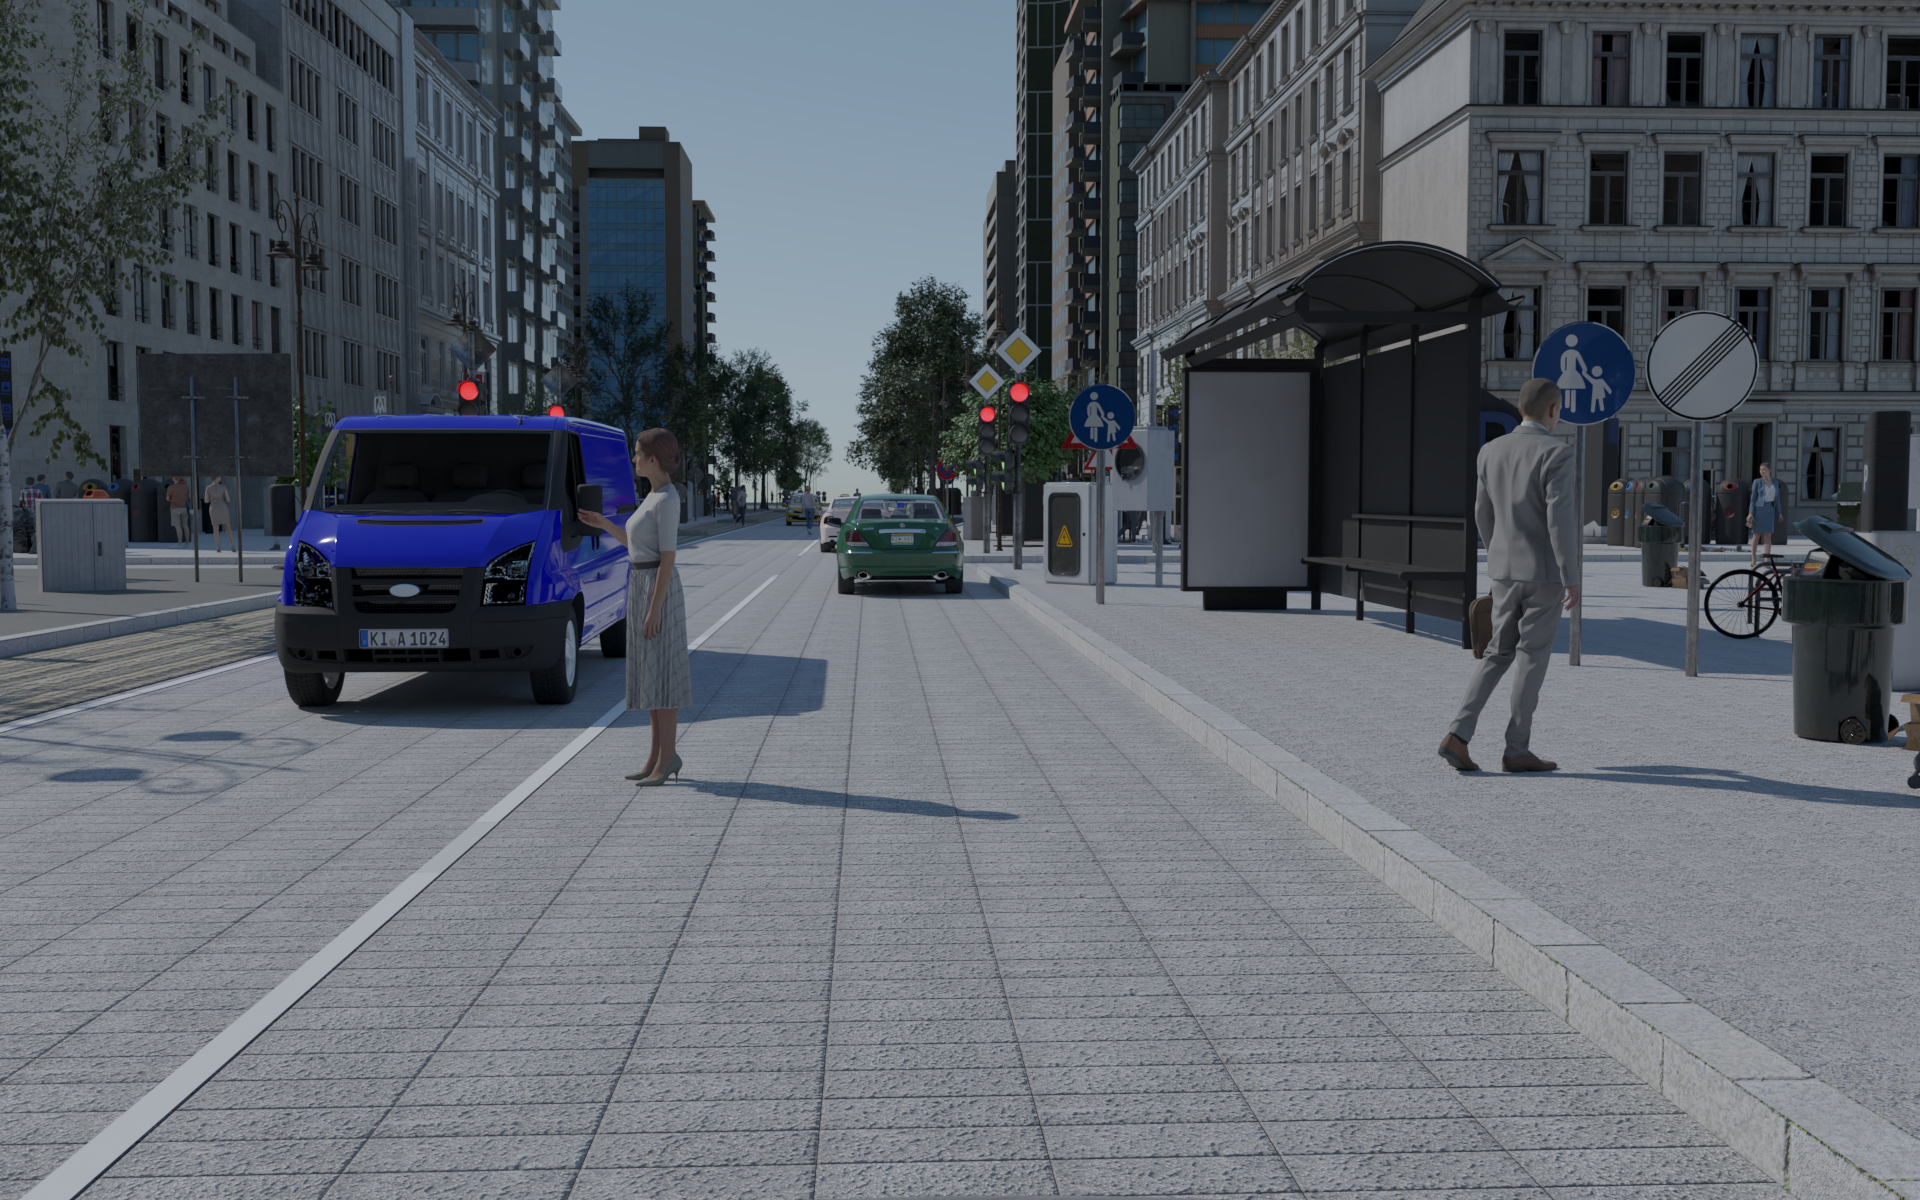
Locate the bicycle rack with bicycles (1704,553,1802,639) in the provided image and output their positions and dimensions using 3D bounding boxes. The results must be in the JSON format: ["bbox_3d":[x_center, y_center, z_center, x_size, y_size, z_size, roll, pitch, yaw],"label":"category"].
[{"bbox_3d":[8.384,-0.147,15.784,2.925,0.926,2.852,2,4,24],"label":"bicycle rack with bicycles"}]

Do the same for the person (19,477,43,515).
[{"bbox_3d":[-23.588,-2.271,44.017,0.563,1.720,0.643,-2,4,-31],"label":"person"}]

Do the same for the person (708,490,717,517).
[{"bbox_3d":[-13.926,-5.440,97.580,0.523,1.515,0.503,0,4,4],"label":"person"}]

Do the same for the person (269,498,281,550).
[{"bbox_3d":[-15.699,-1.795,39.674,0.425,1.301,0.394,2,4,27],"label":"person"}]

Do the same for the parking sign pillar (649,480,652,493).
[{"bbox_3d":[-19.519,-7.283,107.555,1.447,3.967,1.447,2,4,25],"label":"parking sign pillar"}]

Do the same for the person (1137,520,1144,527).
[{"bbox_3d":[6.671,-3.688,66.743,0.834,1.777,0.661,0,4,3],"label":"person"}]

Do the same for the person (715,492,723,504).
[{"bbox_3d":[-23.638,-9.976,169.288,1.348,1.807,0.705,3,4,39],"label":"person"}]

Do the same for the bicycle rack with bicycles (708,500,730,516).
[{"bbox_3d":[-15.278,-5.534,103.869,2.852,0.926,2.925,2,4,34],"label":"bicycle rack with bicycles"}]

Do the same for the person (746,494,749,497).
[{"bbox_3d":[-25.925,-12.295,207.788,1.217,1.743,0.721,-1,4,-18],"label":"person"}]

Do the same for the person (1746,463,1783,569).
[{"bbox_3d":[13.887,-1.458,29.912,0.581,1.822,0.654,1,4,16],"label":"person"}]

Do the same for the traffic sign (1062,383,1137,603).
[{"bbox_3d":[1.635,-1.247,20.388,0.884,2.594,0.081,0,4,2],"label":"traffic sign"}]

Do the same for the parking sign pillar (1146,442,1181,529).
[{"bbox_3d":[7.633,-4.636,64.264,1.447,3.967,1.447,1,4,18],"label":"parking sign pillar"}]

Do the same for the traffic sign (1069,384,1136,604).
[{"bbox_3d":[1.644,-1.222,20.078,0.768,2.556,0.104,0,4,6],"label":"traffic sign"}]

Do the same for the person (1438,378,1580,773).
[{"bbox_3d":[2.617,-0.113,8.011,0.853,1.813,0.709,-2,4,-34],"label":"person"}]

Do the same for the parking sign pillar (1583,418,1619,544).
[{"bbox_3d":[16.492,-3.443,44.769,1.447,3.967,1.447,0,4,-6],"label":"parking sign pillar"}]

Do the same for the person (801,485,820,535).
[{"bbox_3d":[-5.293,-3.186,61.257,0.731,1.740,0.598,0,4,8],"label":"person"}]

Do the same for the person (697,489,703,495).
[{"bbox_3d":[-25.548,-10.066,170.721,1.348,1.812,0.705,0,4,-3],"label":"person"}]

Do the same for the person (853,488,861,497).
[{"bbox_3d":[-6.535,-6.229,110.543,0.606,1.804,0.583,-1,4,-8],"label":"person"}]

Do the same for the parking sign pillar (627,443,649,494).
[{"bbox_3d":[-17.337,-6.289,91.298,1.447,3.967,1.447,-1,4,-17],"label":"parking sign pillar"}]

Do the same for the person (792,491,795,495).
[{"bbox_3d":[-25.927,-16.213,270.991,0.709,1.838,0.599,2,4,30],"label":"person"}]

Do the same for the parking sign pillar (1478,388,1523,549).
[{"bbox_3d":[12.677,-3.205,40.876,1.447,3.967,1.447,1,4,21],"label":"parking sign pillar"}]

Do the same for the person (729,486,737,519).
[{"bbox_3d":[-11.820,-5.002,90.084,0.447,1.846,0.655,-1,4,-20],"label":"person"}]

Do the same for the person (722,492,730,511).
[{"bbox_3d":[-17.582,-7.544,130.212,0.721,1.723,1.217,-3,4,-36],"label":"person"}]

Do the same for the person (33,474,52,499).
[{"bbox_3d":[-25.087,-2.522,47.305,0.581,1.822,0.654,-1,4,-11],"label":"person"}]

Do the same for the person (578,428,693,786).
[{"bbox_3d":[-1.593,0.031,8.569,0.524,1.755,0.480,-1,4,-21],"label":"person"}]

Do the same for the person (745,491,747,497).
[{"bbox_3d":[-24.397,-11.680,197.028,0.705,1.823,1.348,0,4,4],"label":"person"}]

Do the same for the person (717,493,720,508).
[{"bbox_3d":[-22.963,-9.492,164.489,0.557,1.426,1.065,1,4,9],"label":"person"}]

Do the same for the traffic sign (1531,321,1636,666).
[{"bbox_3d":[4.597,-0.781,12.869,0.768,2.556,0.104,0,4,0],"label":"traffic sign"}]

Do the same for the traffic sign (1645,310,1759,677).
[{"bbox_3d":[5.143,-0.733,12.098,0.768,2.556,0.104,0,4,4],"label":"traffic sign"}]

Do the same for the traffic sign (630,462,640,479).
[{"bbox_3d":[-11.930,-3.805,62.219,0.884,2.594,0.081,0,4,-1],"label":"traffic sign"}]

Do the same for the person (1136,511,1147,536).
[{"bbox_3d":[5.593,-2.864,53.272,0.834,1.777,0.661,-1,4,-15],"label":"person"}]

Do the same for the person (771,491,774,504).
[{"bbox_3d":[-25.200,-13.835,232.981,0.721,1.736,1.217,-2,4,-26],"label":"person"}]

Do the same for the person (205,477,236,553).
[{"bbox_3d":[-16.237,-1.935,38.017,0.599,1.781,0.374,-1,4,-18],"label":"person"}]

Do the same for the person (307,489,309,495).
[{"bbox_3d":[-18.500,-2.654,49.310,0.514,1.842,0.818,0,4,-8],"label":"person"}]

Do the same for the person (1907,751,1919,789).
[{"bbox_3d":[4.793,-0.047,7.032,1.509,1.804,0.699,3,5,41],"label":"person"}]

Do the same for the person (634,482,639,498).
[{"bbox_3d":[-9.440,-2.496,49.500,0.709,1.800,0.728,2,4,29],"label":"person"}]

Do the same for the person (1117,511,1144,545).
[{"bbox_3d":[4.239,-2.311,43.670,0.795,1.843,0.661,0,4,6],"label":"person"}]

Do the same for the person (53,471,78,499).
[{"bbox_3d":[-22.273,-2.275,43.052,0.447,1.846,0.655,3,5,42],"label":"person"}]

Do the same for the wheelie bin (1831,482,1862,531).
[{"bbox_3d":[24.310,-2.409,47.293,0.980,1.594,0.693,3,5,40],"label":"wheelie bin"}]

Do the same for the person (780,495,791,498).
[{"bbox_3d":[-21.178,-12.472,210.104,1.348,1.807,0.705,0,4,4],"label":"person"}]

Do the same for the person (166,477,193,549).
[{"bbox_3d":[-18.436,-2.137,40.963,0.573,1.828,0.580,-1,4,-17],"label":"person"}]

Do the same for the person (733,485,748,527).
[{"bbox_3d":[-9.508,-4.079,75.043,0.795,1.843,0.661,1,4,19],"label":"person"}]

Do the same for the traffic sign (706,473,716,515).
[{"bbox_3d":[-15.386,-6.500,106.381,0.768,2.556,0.104,0,4,3],"label":"traffic sign"}]

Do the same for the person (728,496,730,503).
[{"bbox_3d":[-34.156,-15.205,255.307,0.551,1.740,0.621,2,4,33],"label":"person"}]

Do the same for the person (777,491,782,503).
[{"bbox_3d":[-26.069,-14.985,251.133,1.350,1.814,0.705,1,4,11],"label":"person"}]
